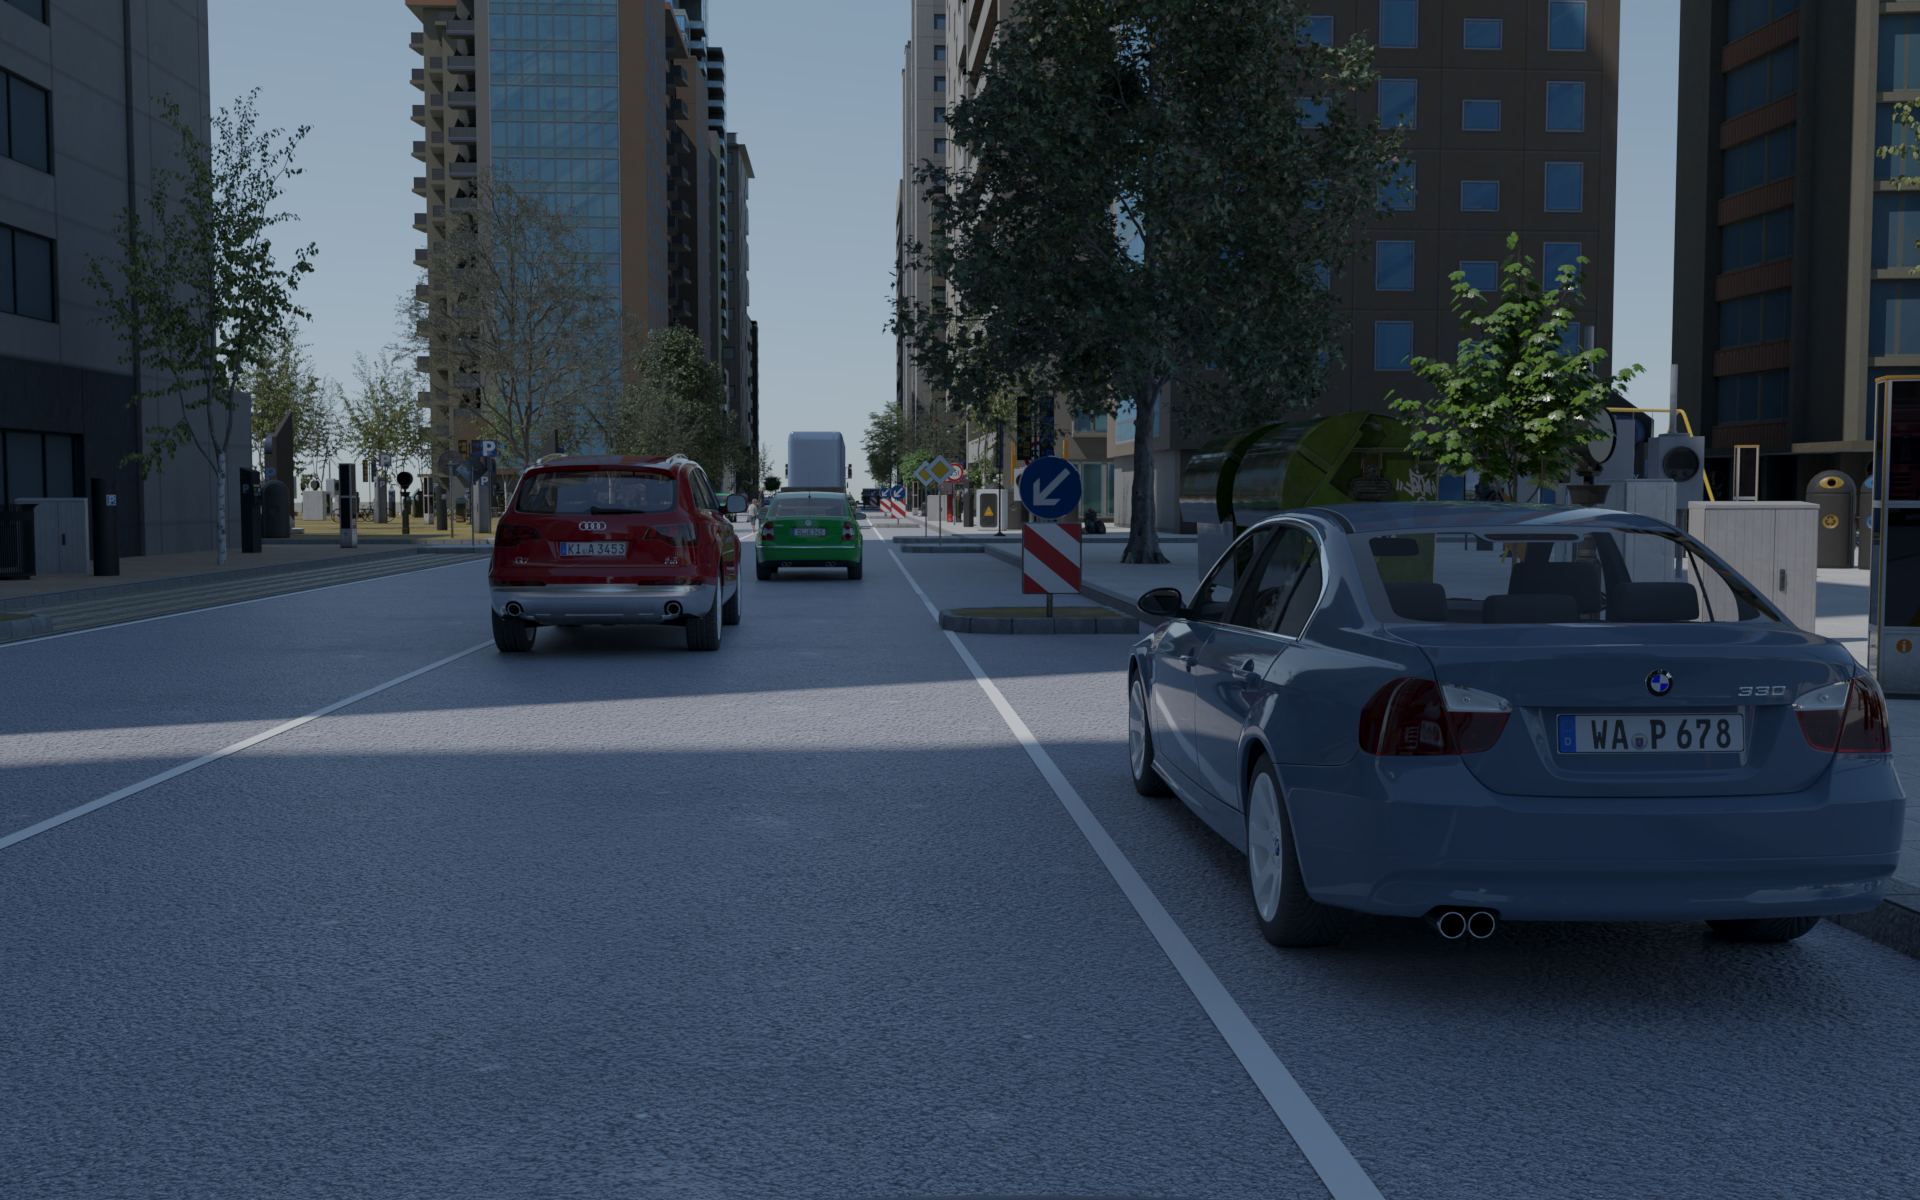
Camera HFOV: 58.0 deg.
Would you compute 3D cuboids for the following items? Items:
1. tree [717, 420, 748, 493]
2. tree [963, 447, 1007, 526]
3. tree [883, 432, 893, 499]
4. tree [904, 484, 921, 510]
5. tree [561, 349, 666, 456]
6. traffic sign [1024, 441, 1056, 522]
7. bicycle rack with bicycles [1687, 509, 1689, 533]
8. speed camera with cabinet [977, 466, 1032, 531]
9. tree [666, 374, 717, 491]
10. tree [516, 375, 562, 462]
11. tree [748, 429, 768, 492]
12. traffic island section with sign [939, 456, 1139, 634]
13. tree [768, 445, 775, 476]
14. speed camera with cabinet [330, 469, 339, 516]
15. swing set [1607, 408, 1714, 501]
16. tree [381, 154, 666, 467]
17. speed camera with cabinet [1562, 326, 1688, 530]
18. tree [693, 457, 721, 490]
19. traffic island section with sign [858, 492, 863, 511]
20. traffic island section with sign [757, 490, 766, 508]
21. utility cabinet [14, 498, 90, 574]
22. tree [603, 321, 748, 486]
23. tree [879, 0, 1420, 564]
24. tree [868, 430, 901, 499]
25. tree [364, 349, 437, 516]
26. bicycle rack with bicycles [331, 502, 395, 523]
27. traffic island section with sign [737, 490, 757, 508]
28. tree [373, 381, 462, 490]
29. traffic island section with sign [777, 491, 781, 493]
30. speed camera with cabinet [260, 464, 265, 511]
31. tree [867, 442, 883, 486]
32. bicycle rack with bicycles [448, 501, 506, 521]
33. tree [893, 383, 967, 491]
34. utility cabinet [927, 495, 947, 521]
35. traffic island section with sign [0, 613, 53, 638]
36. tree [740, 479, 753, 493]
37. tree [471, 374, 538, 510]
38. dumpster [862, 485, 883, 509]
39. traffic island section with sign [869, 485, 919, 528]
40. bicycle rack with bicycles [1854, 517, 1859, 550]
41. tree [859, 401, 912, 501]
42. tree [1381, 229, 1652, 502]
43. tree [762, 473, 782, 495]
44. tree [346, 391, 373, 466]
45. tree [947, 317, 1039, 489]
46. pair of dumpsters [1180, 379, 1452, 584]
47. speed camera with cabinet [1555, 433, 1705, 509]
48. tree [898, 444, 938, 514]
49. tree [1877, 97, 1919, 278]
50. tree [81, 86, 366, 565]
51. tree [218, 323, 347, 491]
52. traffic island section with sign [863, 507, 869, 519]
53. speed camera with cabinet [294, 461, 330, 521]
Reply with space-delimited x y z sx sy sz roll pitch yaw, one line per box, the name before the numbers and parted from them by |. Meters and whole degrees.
tree | -21.936 -12.620 156.698 4.360 8.622 3.978 0 3 0
tree | 1.072 -4.607 69.919 1.663 3.219 1.824 0 3 0
tree | -3.390 -11.276 134.730 4.360 8.622 3.978 0 3 0
tree | -3.778 -9.011 141.929 1.663 3.219 1.824 0 3 0
tree | -16.940 -8.235 85.006 4.360 8.622 3.978 0 3 0
traffic sign | 1.887 -2.515 41.226 0.768 2.556 0.104 0 4 -3
bicycle rack with bicycles | 19.128 -1.826 43.236 2.925 0.926 2.852 -2 4 -32
speed camera with cabinet | 1.620 -4.031 60.241 2.038 3.252 0.660 1 4 19
tree | -17.875 -9.437 104.654 4.360 8.622 3.978 0 3 0
tree | -21.447 -8.776 93.852 4.360 8.622 3.978 0 3 0
tree | -23.011 -14.114 181.122 4.360 8.622 3.978 0 3 0
traffic island section with sign | 0.783 -0.612 18.638 1.989 1.847 2.006 0 4 -4
tree | -27.607 -17.674 239.334 4.360 8.622 3.978 0 3 0
speed camera with cabinet | -37.510 -6.625 102.657 0.660 3.252 2.038 0 4 8
swing set | 12.103 -2.081 31.642 3.119 2.851 2.862 -1 4 -21
tree | -16.158 -9.380 63.739 12.009 13.543 11.850 0 3 0
speed camera with cabinet | 7.570 -1.559 19.821 0.660 3.252 2.038 0 4 3
tree | -21.108 -9.688 142.115 4.285 4.588 4.351 0 3 0
traffic island section with sign | -7.687 -8.722 151.228 1.989 1.847 2.006 0 4 -4
traffic island section with sign | -20.645 -10.306 177.126 1.989 1.847 2.006 0 4 -4
utility cabinet | -14.653 -1.027 27.961 1.020 1.237 0.306 -1 4 -17
tree | -18.826 -12.083 114.563 9.611 12.733 9.660 0 3 0
tree | 3.412 -7.014 31.688 9.611 12.733 9.660 0 3 0
tree | -8.417 -15.140 197.900 4.737 8.622 4.395 0 3 0
tree | -29.230 -8.353 86.933 4.737 8.622 4.395 0 3 0
bicycle rack with bicycles | -27.397 -4.029 79.248 2.925 0.926 2.852 -2 4 -27
traffic island section with sign | -18.925 -8.659 150.205 1.989 1.847 2.006 0 4 -4
tree | -34.611 -9.881 111.917 4.360 8.622 3.978 0 3 0
traffic island section with sign | -24.153 -13.668 232.103 1.989 1.847 2.006 0 4 -4
speed camera with cabinet | -44.186 -7.077 110.039 0.660 3.252 2.038 0 4 4
tree | -10.145 -16.969 227.808 4.360 8.622 3.978 0 3 0
bicycle rack with bicycles | -23.551 -4.335 84.251 2.925 0.926 2.852 0 4 7
tree | -1.053 -9.555 106.583 4.360 8.622 3.978 0 3 0
utility cabinet | -1.034 -4.369 82.596 1.020 1.237 0.306 1 4 13
traffic island section with sign | -10.445 -0.545 17.533 1.989 1.847 2.006 0 4 -4
tree | -24.935 -12.571 200.134 1.663 3.219 1.824 0 3 0
tree | -27.476 -9.442 104.731 4.737 8.622 4.395 0 3 0
dumpster | -8.246 -9.695 163.456 1.985 2.255 1.502 0 4 -3
traffic island section with sign | -2.771 -4.010 74.194 1.989 1.847 2.006 0 4 -4
bicycle rack with bicycles | 19.457 -1.652 40.386 2.852 0.926 2.925 -3 4 -36
tree | -8.339 -17.837 209.758 7.486 12.596 7.792 0 3 0
tree | 4.088 -1.114 12.818 1.663 3.219 1.824 0 3 0
tree | -28.813 -17.212 265.135 4.285 4.588 4.351 0 3 0
tree | -39.066 -9.519 106.005 4.360 8.622 3.978 0 3 0
tree | 1.124 -6.932 63.708 4.737 8.622 4.395 0 3 0
pair of dumpsters | 3.310 -0.870 16.721 1.574 2.255 4.437 0 4 -4
speed camera with cabinet | 10.202 -1.962 26.412 2.038 3.252 0.660 0 4 5
tree | -2.435 -8.008 114.649 4.285 4.588 4.351 0 3 0
tree | 12.066 -4.191 18.887 4.737 8.622 4.395 0 3 0
tree | -13.595 -4.963 31.500 4.737 8.622 4.395 0 3 0
tree | -28.942 -7.474 72.566 4.360 8.622 3.978 0 3 0
traffic island section with sign | -4.486 -5.656 101.095 1.989 1.847 2.006 0 4 -4
speed camera with cabinet | -31.660 -5.451 83.455 2.038 3.252 0.660 0 4 -6
